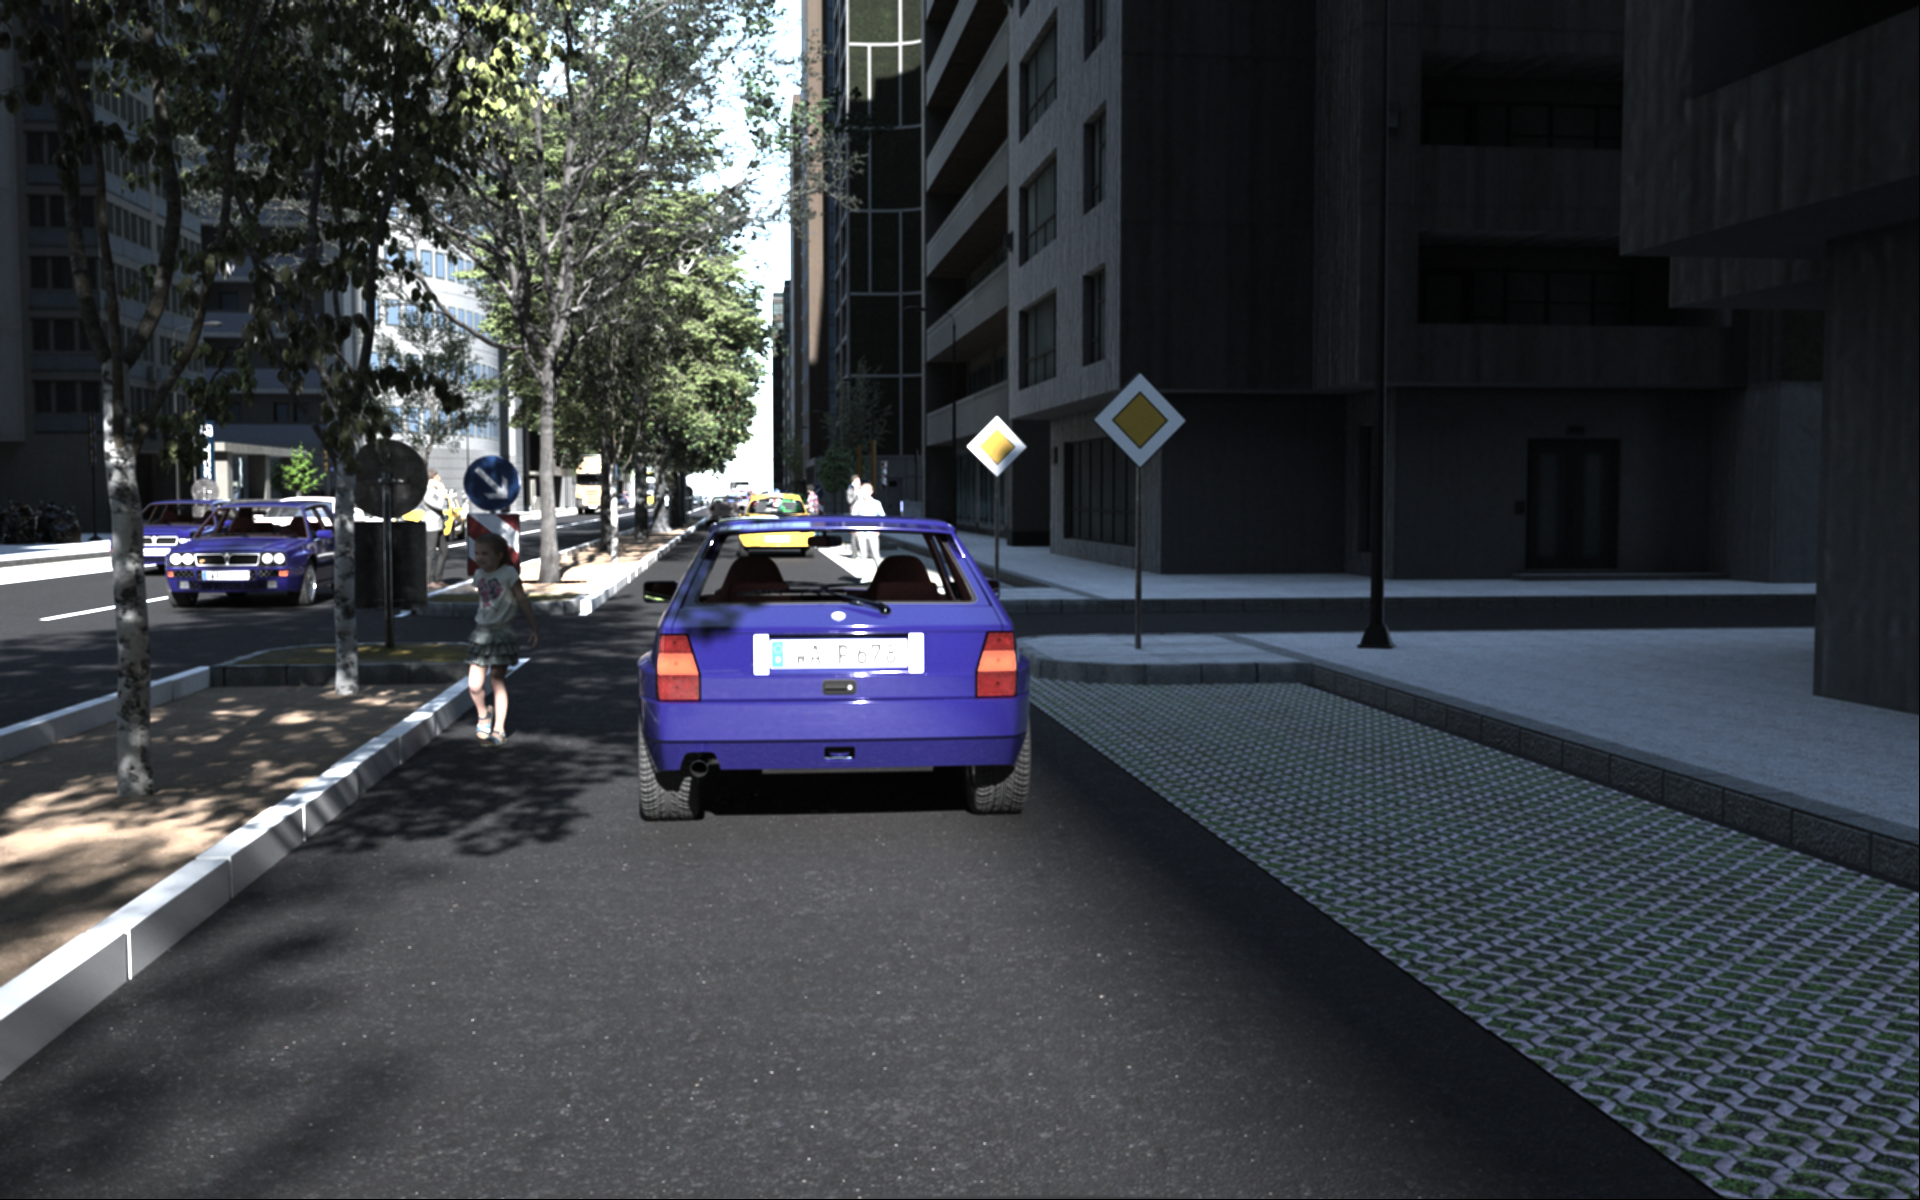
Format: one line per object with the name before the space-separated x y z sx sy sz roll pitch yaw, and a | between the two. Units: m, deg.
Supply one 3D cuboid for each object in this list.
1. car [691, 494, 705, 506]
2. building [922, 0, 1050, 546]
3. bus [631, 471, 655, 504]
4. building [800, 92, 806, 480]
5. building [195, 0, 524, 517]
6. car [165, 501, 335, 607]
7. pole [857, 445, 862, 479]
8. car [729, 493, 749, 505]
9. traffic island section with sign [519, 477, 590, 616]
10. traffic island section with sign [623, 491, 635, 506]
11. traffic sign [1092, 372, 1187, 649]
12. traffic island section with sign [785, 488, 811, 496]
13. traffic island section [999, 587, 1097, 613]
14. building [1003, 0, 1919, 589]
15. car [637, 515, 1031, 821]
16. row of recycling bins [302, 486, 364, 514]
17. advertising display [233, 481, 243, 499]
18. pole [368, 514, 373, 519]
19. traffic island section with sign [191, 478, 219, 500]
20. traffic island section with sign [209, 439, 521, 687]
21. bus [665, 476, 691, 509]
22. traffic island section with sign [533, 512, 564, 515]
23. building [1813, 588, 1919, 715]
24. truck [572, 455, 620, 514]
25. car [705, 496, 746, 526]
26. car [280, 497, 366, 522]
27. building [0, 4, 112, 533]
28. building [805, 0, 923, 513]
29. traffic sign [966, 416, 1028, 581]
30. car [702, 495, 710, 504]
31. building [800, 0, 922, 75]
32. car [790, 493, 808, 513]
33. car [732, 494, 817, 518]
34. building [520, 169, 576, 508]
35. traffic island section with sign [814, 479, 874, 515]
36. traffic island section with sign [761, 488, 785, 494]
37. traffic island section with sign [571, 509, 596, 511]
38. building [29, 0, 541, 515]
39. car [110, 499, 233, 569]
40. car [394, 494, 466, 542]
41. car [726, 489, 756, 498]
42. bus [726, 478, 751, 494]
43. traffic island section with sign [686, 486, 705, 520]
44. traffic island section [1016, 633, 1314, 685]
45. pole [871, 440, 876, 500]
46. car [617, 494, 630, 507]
car | -31.479 -12.047 206.762 2.009 1.686 4.222 0 4 -7
building | 10.530 -26.242 52.767 21.300 48.544 21.600 0 4 -7
bus | -33.830 -12.048 188.526 2.896 3.916 12.252 0 4 -6
building | -3.312 -30.859 159.169 22.147 44.769 28.867 0 4 -7
building | -39.681 -34.510 106.241 21.231 58.520 28.212 0 4 -7
car | -9.328 -0.654 23.270 1.945 1.354 3.894 0 4 -8
pole | -4.180 -4.794 72.221 0.158 3.312 0.155 0 3 0
car | -14.452 -6.313 112.802 1.945 1.707 3.694 0 4 -8
traffic island section with sign | -5.621 -0.799 21.196 2.006 1.907 1.989 0 4 -7
traffic island section with sign | -38.672 -11.750 200.733 1.989 1.847 2.006 0 4 -7
traffic sign | 1.475 -0.652 14.308 0.795 2.450 0.064 0 4 -7
traffic island section with sign | -6.106 -3.859 71.730 1.989 1.847 2.006 0 4 -7
traffic island section | 0.493 -0.002 22.310 2.009 0.180 2.903 0 4 -7
building | 8.723 -15.836 30.613 14.107 30.474 14.160 0 4 -7
car | -0.696 0.218 9.012 1.945 1.354 3.894 0 4 -6
row of recycling bins | -31.957 -4.915 87.479 3.534 1.692 1.069 -1 4 -14
advertising display | -36.537 -5.036 87.559 0.974 1.923 0.123 3 5 40
pole | -29.994 -5.762 88.055 0.158 3.312 0.155 0 3 0
traffic island section with sign | -18.592 -2.066 42.401 1.989 1.847 2.006 0 4 -7
traffic island section with sign | -4.699 -0.349 13.847 2.006 1.907 1.989 0 4 -7
bus | -27.063 -10.384 164.642 2.948 3.499 13.247 0 4 -7
traffic island section with sign | -28.371 -6.783 119.528 1.989 1.847 2.006 0 4 -7
building | 11.089 -14.445 7.874 14.160 30.474 14.107 0 4 -7
truck | -26.147 -8.329 125.085 2.839 4.237 11.283 0 4 -8
car | -10.516 -4.034 78.320 2.083 1.381 4.827 0 4 -7
car | -14.912 -1.669 39.656 2.083 1.381 4.827 0 4 -6
building | -40.987 -22.494 59.659 32.217 40.220 23.993 0 4 -7
building | -0.130 -41.637 119.011 20.563 71.187 20.611 0 4 -7
traffic sign | 0.470 -1.137 22.230 0.795 2.450 0.064 0 4 -7
car | -35.958 -14.071 242.639 1.945 1.354 3.894 -1 4 -9
building | -5.377 -29.793 137.226 14.600 45.320 14.200 0 4 -7
car | -10.422 -6.069 108.032 1.959 1.807 4.718 -1 4 -9
car | -4.315 -1.848 40.431 2.015 1.641 3.980 0 4 -7
building | -41.844 -23.308 152.789 14.160 30.474 14.107 0 4 -7
traffic island section with sign | -2.718 -2.224 44.988 1.989 1.847 2.006 0 4 -7
traffic island section with sign | -15.820 -8.541 148.274 1.989 1.847 2.006 0 4 -7
traffic island section with sign | -31.769 -8.418 146.269 1.989 1.847 2.006 0 4 -7
building | -48.439 -26.916 131.955 32.217 40.220 23.993 0 4 -7
car | -14.261 -1.181 31.884 1.945 1.354 3.894 -1 4 -9
car | -16.241 -2.621 53.079 2.015 1.641 3.980 -1 4 -9
car | -15.261 -6.887 121.283 2.281 1.827 5.304 0 4 -7
bus | -25.611 -12.582 200.572 2.948 3.499 13.247 0 4 -8
traffic island section with sign | -15.084 -5.358 95.739 2.006 1.907 1.989 0 4 -7
traffic island section | 1.497 0.483 14.388 2.009 0.180 2.903 0 4 -7
pole | -3.256 -4.365 65.211 0.158 3.312 0.155 0 3 0
car | -36.761 -10.737 187.544 2.014 1.417 4.499 0 4 -7
